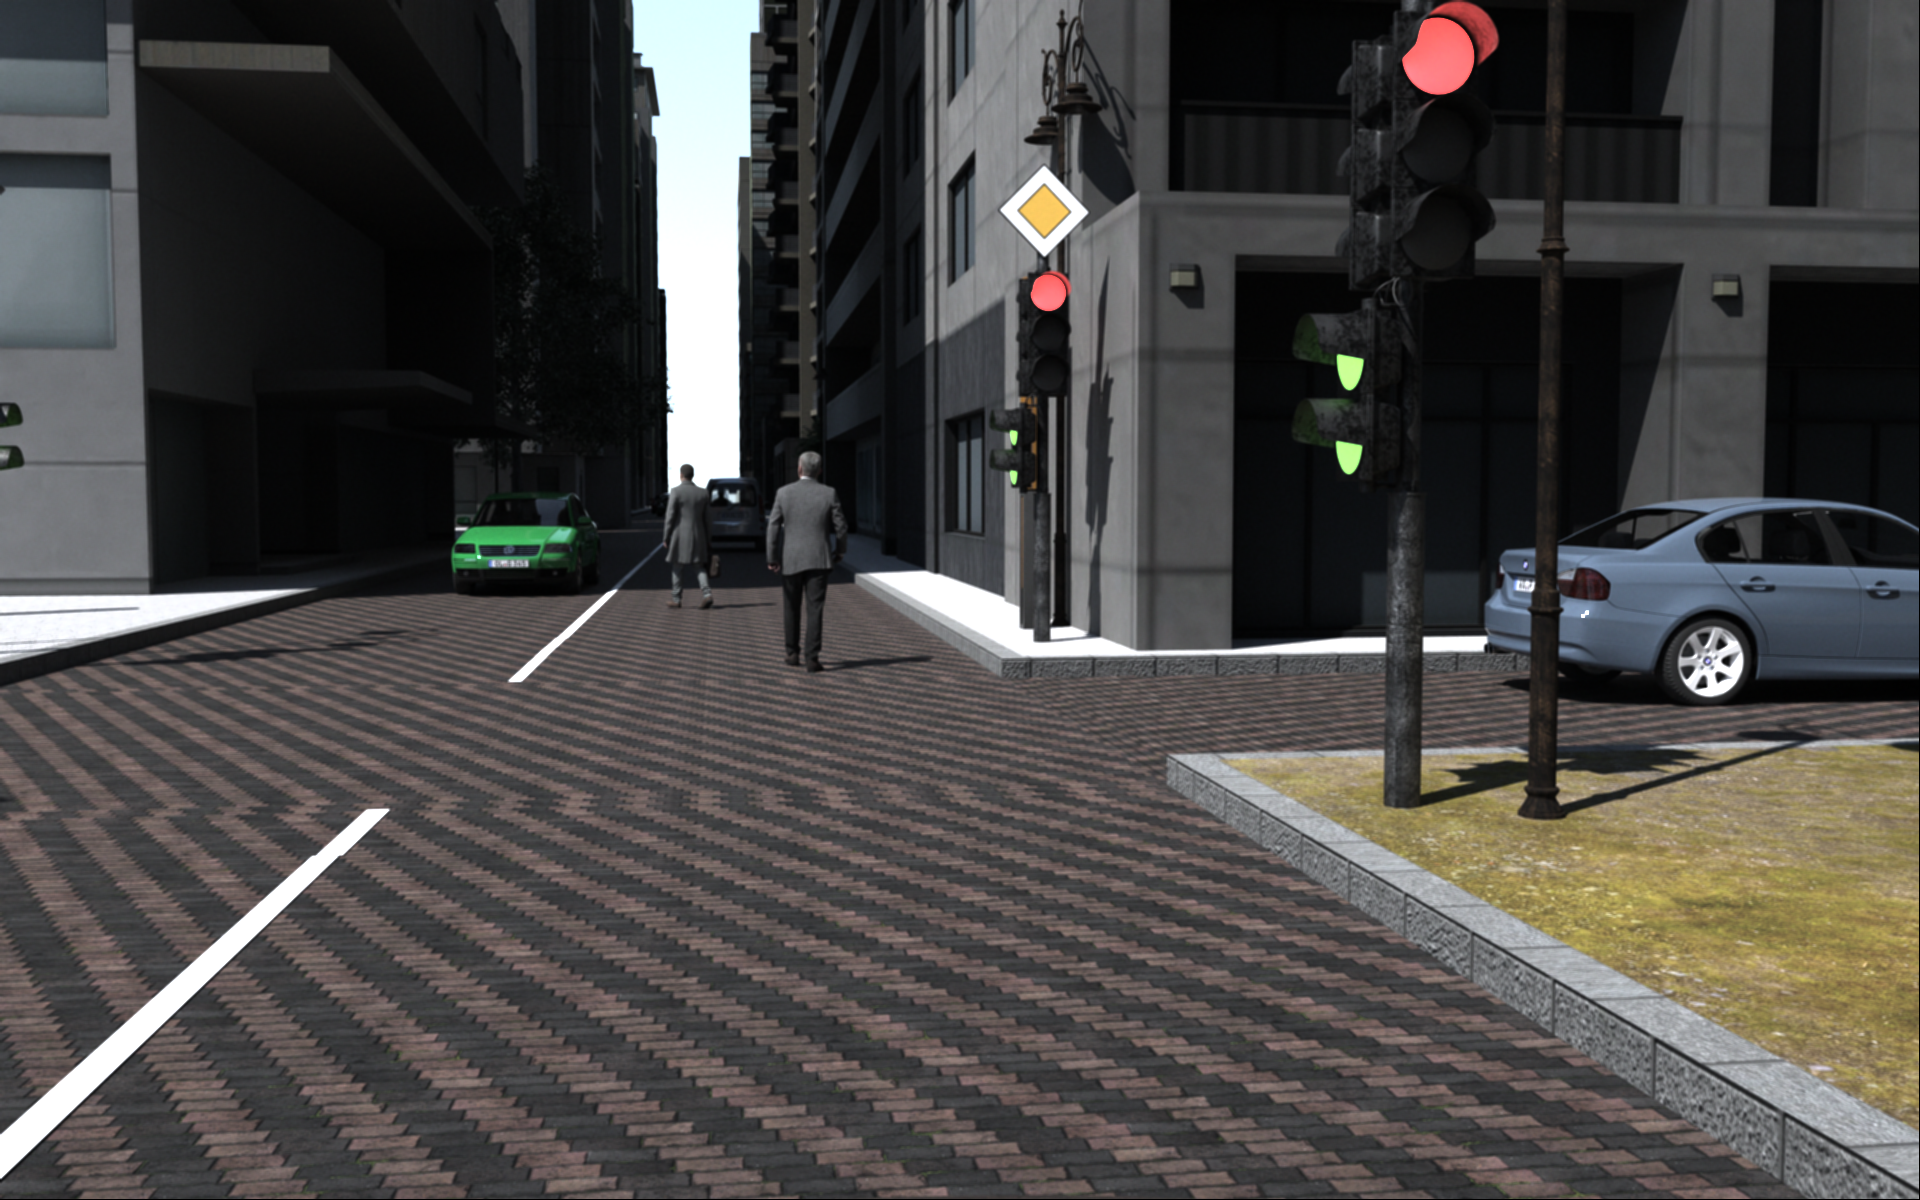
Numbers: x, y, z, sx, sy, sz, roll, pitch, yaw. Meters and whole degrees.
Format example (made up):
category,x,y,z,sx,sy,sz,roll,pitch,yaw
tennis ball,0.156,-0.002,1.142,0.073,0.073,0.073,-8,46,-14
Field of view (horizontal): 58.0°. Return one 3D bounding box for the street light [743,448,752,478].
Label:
category,x,y,z,sx,sy,sz,roll,pitch,yaw
street light,-21.387,-12.384,175.262,0.468,5.910,1.993,0,4,-8

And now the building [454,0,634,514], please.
category,x,y,z,sx,sy,sz,roll,pitch,yaw
building,-32.744,-27.634,135.405,14.154,41.232,14.086,0,4,-8

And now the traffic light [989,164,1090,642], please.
category,x,y,z,sx,sy,sz,roll,pitch,yaw
traffic light,0.693,-1.591,14.928,0.839,4.253,0.868,0,4,-8

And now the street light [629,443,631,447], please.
category,x,y,z,sx,sy,sz,roll,pitch,yaw
street light,-24.234,-9.396,126.412,0.468,5.910,1.993,0,4,-8

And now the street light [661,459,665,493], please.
category,x,y,z,sx,sy,sz,roll,pitch,yaw
street light,-35.743,-14.428,208.690,0.468,5.910,1.993,0,4,-8

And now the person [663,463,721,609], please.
category,x,y,z,sx,sy,sz,roll,pitch,yaw
person,-3.391,-0.798,21.648,0.694,1.812,0.767,-3,4,-37

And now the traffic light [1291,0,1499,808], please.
category,x,y,z,sx,sy,sz,roll,pitch,yaw
traffic light,1.802,-1.107,7.020,0.839,4.253,0.868,0,4,-8

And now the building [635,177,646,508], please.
category,x,y,z,sx,sy,sz,roll,pitch,yaw
building,-34.868,-23.156,150.304,14.160,30.474,14.107,0,4,-8

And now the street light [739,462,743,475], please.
category,x,y,z,sx,sy,sz,roll,pitch,yaw
street light,-26.434,-14.578,211.141,0.468,5.910,1.993,0,4,-8

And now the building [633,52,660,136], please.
category,x,y,z,sx,sy,sz,roll,pitch,yaw
building,-51.085,-37.986,210.308,28.713,52.752,27.495,0,4,-8

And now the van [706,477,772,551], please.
category,x,y,z,sx,sy,sz,roll,pitch,yaw
van,-5.857,-2.304,44.676,2.013,2.044,4.112,0,4,-8

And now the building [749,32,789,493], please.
category,x,y,z,sx,sy,sz,roll,pitch,yaw
building,-12.067,-29.033,158.277,14.154,41.232,14.086,0,4,-8

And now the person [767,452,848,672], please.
category,x,y,z,sx,sy,sz,roll,pitch,yaw
person,-1.263,-0.328,14.260,0.661,1.777,0.834,-1,4,-9

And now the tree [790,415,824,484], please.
category,x,y,z,sx,sy,sz,roll,pitch,yaw
tree,-4.337,-4.749,61.357,4.285,4.588,4.351,0,3,0

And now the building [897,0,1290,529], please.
category,x,y,z,sx,sy,sz,roll,pitch,yaw
building,1.892,-39.205,79.248,20.563,71.187,20.611,0,4,-8

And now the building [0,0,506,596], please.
category,x,y,z,sx,sy,sz,roll,pitch,yaw
building,-22.954,-27.016,30.950,28.713,52.752,27.495,0,4,-8

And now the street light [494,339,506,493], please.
category,x,y,z,sx,sy,sz,roll,pitch,yaw
street light,-13.483,-4.742,50.321,0.468,5.910,1.993,0,4,-8

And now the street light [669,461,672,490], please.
category,x,y,z,sx,sy,sz,roll,pitch,yaw
street light,-40.910,-16.642,244.888,0.468,5.910,1.993,0,4,-8

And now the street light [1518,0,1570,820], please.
category,x,y,z,sx,sy,sz,roll,pitch,yaw
street light,2.317,-2.076,6.725,0.468,5.910,1.993,0,4,-8

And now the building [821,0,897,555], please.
category,x,y,z,sx,sy,sz,roll,pitch,yaw
building,7.528,-25.862,46.548,21.300,48.544,21.600,0,4,-8

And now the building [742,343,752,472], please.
category,x,y,z,sx,sy,sz,roll,pitch,yaw
building,-12.773,-22.564,213.966,27.650,21.520,28.899,0,4,-8

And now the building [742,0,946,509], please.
category,x,y,z,sx,sy,sz,roll,pitch,yaw
building,-13.355,-45.821,187.419,20.563,71.187,20.611,0,4,-8

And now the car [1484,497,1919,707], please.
category,x,y,z,sx,sy,sz,roll,pitch,yaw
car,6.163,-0.039,12.640,4.499,1.417,2.014,-1,4,-8

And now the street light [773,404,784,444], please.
category,x,y,z,sx,sy,sz,roll,pitch,yaw
street light,-9.521,-7.251,91.337,0.468,5.910,1.993,0,4,-8

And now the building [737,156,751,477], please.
category,x,y,z,sx,sy,sz,roll,pitch,yaw
building,-19.573,-37.553,237.700,21.300,48.544,21.600,0,4,-8

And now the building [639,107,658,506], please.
category,x,y,z,sx,sy,sz,roll,pitch,yaw
building,-38.757,-30.185,177.115,14.154,41.232,14.086,0,4,-8

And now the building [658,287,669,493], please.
category,x,y,z,sx,sy,sz,roll,pitch,yaw
building,-46.693,-28.227,233.208,14.160,30.474,14.107,0,4,-8

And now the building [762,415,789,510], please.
category,x,y,z,sx,sy,sz,roll,pitch,yaw
building,-4.125,-50.313,135.285,22.319,86.520,31.000,0,4,-8

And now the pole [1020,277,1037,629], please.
category,x,y,z,sx,sy,sz,roll,pitch,yaw
pole,0.663,-1.381,16.420,0.158,3.312,0.155,0,3,0

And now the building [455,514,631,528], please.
category,x,y,z,sx,sy,sz,roll,pitch,yaw
building,-21.060,-23.657,70.380,14.154,41.232,14.086,0,4,-8

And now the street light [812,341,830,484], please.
category,x,y,z,sx,sy,sz,roll,pitch,yaw
street light,-4.207,-4.879,52.558,0.468,5.910,1.993,0,4,-8

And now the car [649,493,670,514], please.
category,x,y,z,sx,sy,sz,roll,pitch,yaw
car,-21.885,-7.292,128.265,2.155,1.783,4.494,0,4,-7

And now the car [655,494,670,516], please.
category,x,y,z,sx,sy,sz,roll,pitch,yaw
car,-18.687,-6.154,112.412,2.131,1.459,4.920,0,4,-7

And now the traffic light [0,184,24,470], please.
category,x,y,z,sx,sy,sz,roll,pitch,yaw
traffic light,-7.932,-1.516,13.706,0.839,4.253,0.868,0,4,-8

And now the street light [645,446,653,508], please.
category,x,y,z,sx,sy,sz,roll,pitch,yaw
street light,-29.286,-11.593,162.328,0.468,5.910,1.993,0,4,-8

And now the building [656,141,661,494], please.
category,x,y,z,sx,sy,sz,roll,pitch,yaw
building,-40.559,-31.045,191.177,14.154,41.232,14.086,0,4,-8

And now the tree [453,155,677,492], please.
category,x,y,z,sx,sy,sz,roll,pitch,yaw
tree,-14.818,-8.617,57.901,9.611,12.733,9.660,0,3,0

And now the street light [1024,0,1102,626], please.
category,x,y,z,sx,sy,sz,roll,pitch,yaw
street light,0.973,-2.686,16.697,0.468,5.910,1.993,0,4,-8

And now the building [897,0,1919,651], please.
category,x,y,z,sx,sy,sz,roll,pitch,yaw
building,10.233,-35.795,23.499,20.611,71.187,20.563,0,4,-8

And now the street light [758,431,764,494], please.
category,x,y,z,sx,sy,sz,roll,pitch,yaw
street light,-14.654,-9.456,127.394,0.468,5.910,1.993,0,4,-8

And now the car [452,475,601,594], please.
category,x,y,z,sx,sy,sz,roll,pitch,yaw
car,-6.496,-1.064,26.196,1.959,1.807,4.718,0,4,-6

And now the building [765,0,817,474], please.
category,x,y,z,sx,sy,sz,roll,pitch,yaw
building,-0.665,-27.641,106.561,22.147,44.769,28.867,0,4,-8
